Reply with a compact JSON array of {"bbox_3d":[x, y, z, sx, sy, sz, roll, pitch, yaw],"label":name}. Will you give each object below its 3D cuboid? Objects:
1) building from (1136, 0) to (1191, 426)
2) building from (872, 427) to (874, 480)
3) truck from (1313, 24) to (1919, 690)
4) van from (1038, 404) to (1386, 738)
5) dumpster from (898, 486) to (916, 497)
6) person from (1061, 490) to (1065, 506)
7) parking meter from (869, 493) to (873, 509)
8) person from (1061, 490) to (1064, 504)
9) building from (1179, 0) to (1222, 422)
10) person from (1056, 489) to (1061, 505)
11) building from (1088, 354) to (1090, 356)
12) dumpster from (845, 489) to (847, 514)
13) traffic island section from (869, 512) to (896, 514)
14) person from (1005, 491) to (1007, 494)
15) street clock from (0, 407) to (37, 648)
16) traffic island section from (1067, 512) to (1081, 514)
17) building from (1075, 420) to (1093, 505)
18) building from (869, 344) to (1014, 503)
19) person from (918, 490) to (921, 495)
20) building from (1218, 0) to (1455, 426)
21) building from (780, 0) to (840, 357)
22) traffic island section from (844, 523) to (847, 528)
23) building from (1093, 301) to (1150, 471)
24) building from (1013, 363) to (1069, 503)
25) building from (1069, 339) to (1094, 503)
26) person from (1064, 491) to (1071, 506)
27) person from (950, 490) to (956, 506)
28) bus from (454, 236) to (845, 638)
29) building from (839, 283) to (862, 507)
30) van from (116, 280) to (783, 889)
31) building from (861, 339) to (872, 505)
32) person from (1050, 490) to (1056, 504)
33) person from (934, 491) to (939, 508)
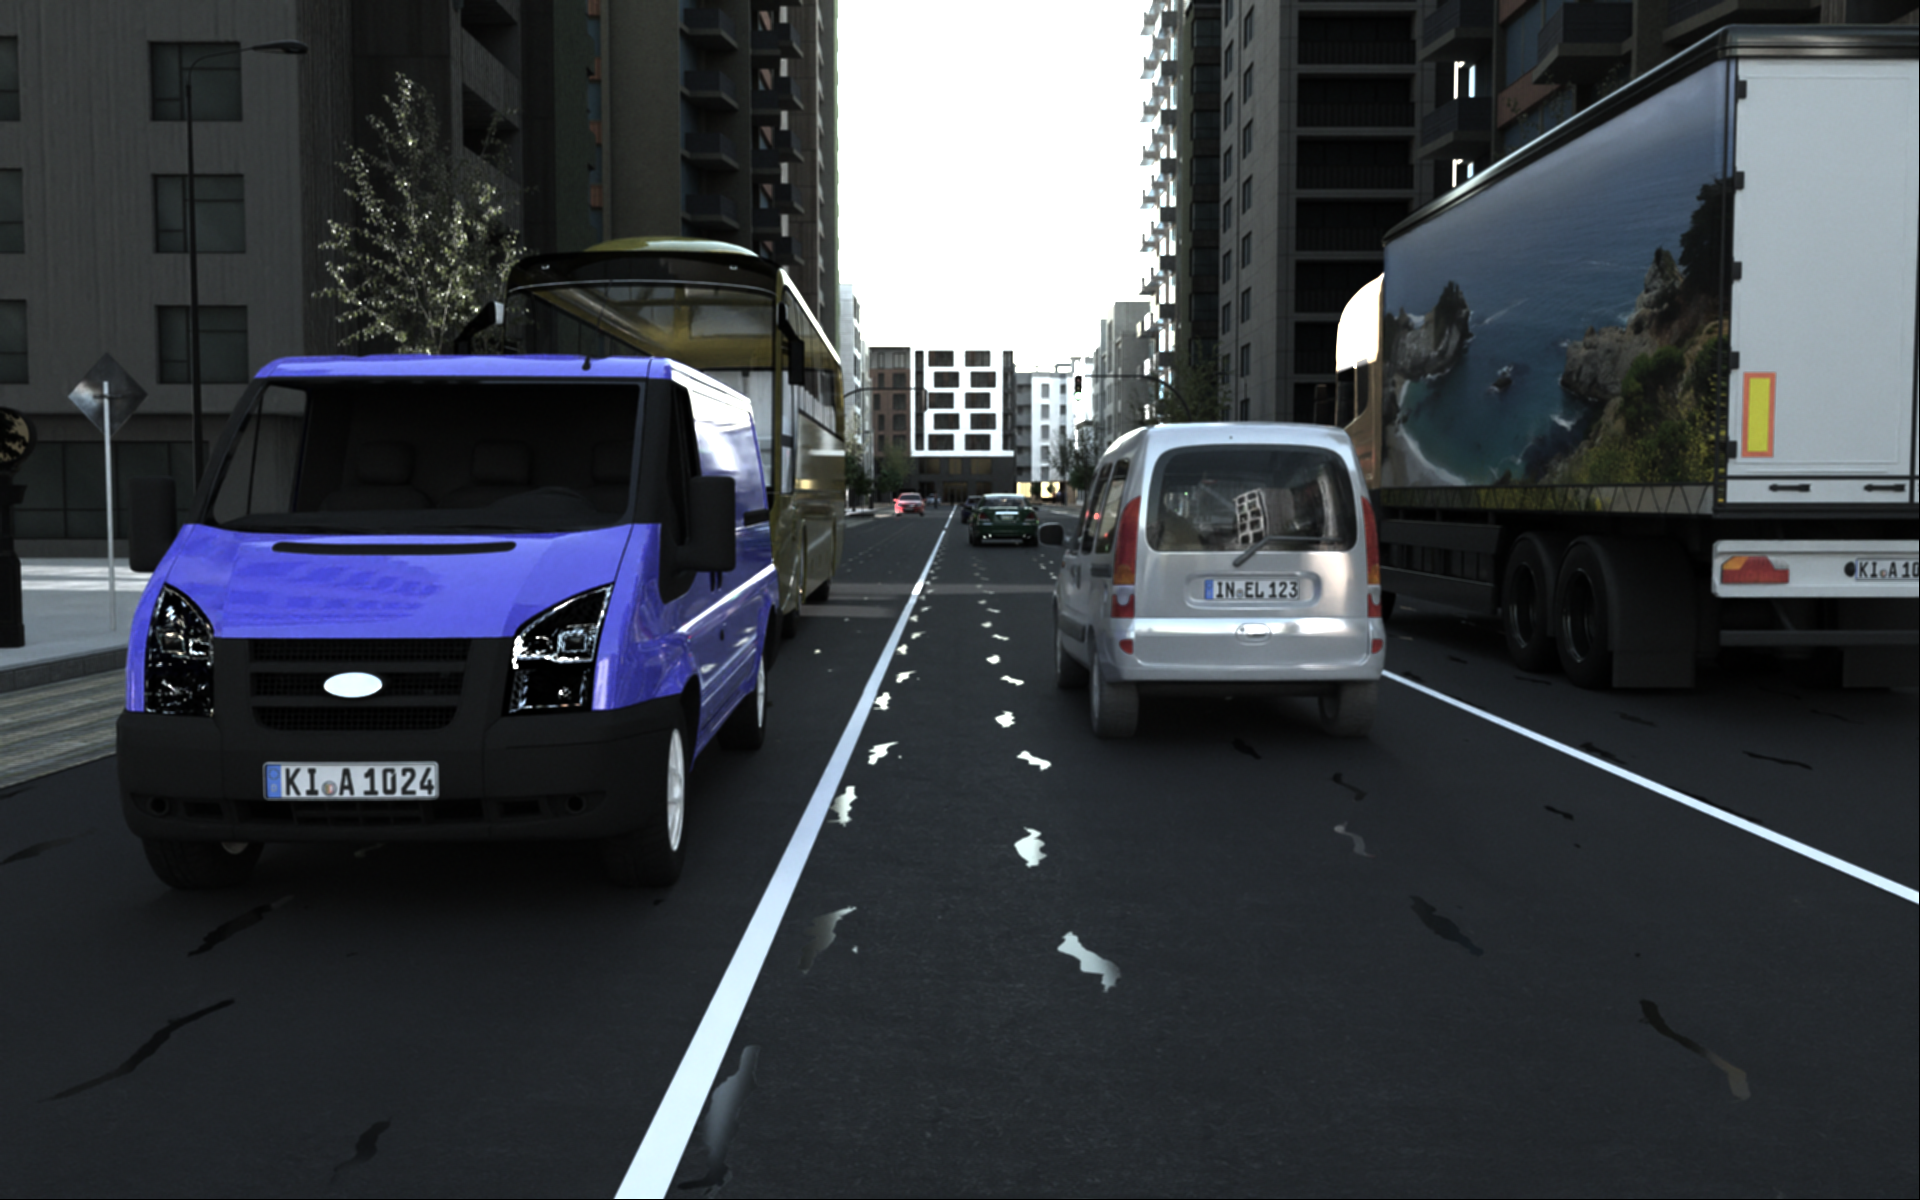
[{"bbox_3d":[25.581,-31.427,133.433,23.786,49.044,30.456,0,3,0],"label":"building"},{"bbox_3d":[-25.029,-16.892,218.330,28.070,9.664,9.099,0,3,0],"label":"building"},{"bbox_3d":[5.663,-1.655,15.979,2.839,4.237,11.283,0,4,-1],"label":"truck"},{"bbox_3d":[1.568,-0.279,11.568,2.013,2.044,4.112,0,4,-2],"label":"van"},{"bbox_3d":[-5.691,-11.174,187.638,1.985,2.255,1.502,0,4,-1],"label":"dumpster"},{"bbox_3d":[11.042,-10.854,184.417,0.541,1.710,0.530,1,4,16],"label":"person"},{"bbox_3d":[-7.422,-8.334,144.664,0.372,1.533,0.369,0,3,0],"label":"parking meter"},{"bbox_3d":[12.907,-12.886,216.871,0.705,1.807,1.348,-3,5,-43],"label":"person"},{"bbox_3d":[20.016,-20.311,103.779,14.160,30.474,14.107,0,3,0],"label":"building"},{"bbox_3d":[11.681,-12.208,205.509,0.709,1.838,0.599,-1,4,-10],"label":"person"},{"bbox_3d":[35.116,-24.821,249.799,32.646,21.610,27.936,0,3,0],"label":"building"},{"bbox_3d":[-7.826,-6.348,109.544,1.264,1.857,1.865,0,3,0],"label":"dumpster"},{"bbox_3d":[-5.559,-6.301,125.893,1.991,0.108,1.994,0,3,0],"label":"traffic island section"},{"bbox_3d":[4.752,-10.103,174.391,0.721,1.736,1.217,0,4,-3],"label":"person"},{"bbox_3d":[-7.965,-0.605,14.458,0.471,2.002,0.358,-1,4,-15],"label":"street clock"},{"bbox_3d":[8.875,-6.410,127.676,1.991,0.108,1.994,0,3,0],"label":"traffic island section"},{"bbox_3d":[18.571,-15.597,197.162,9.099,9.664,28.070,0,3,0],"label":"building"},{"bbox_3d":[-8.918,-24.820,249.780,32.646,21.610,27.936,0,3,0],"label":"building"},{"bbox_3d":[-4.108,-10.072,172.807,0.705,1.869,1.348,1,4,10],"label":"person"},{"bbox_3d":[24.340,-39.444,83.165,20.611,71.187,20.563,0,3,0],"label":"building"},{"bbox_3d":[-16.337,-27.145,127.417,14.154,41.232,14.086,0,3,0],"label":"building"},{"bbox_3d":[-5.914,-3.182,74.299,2.009,0.180,2.903,0,3,0],"label":"traffic island section"},{"bbox_3d":[22.454,-18.387,167.092,16.747,18.905,31.486,0,3,0],"label":"building"},{"bbox_3d":[13.091,-23.702,243.952,11.380,20.091,16.016,0,3,0],"label":"building"},{"bbox_3d":[22.412,-22.054,217.001,16.016,20.091,11.380,0,3,0],"label":"building"},{"bbox_3d":[11.783,-11.403,193.207,1.217,1.743,0.721,1,4,15],"label":"person"},{"bbox_3d":[-0.878,-11.924,203.090,0.705,1.869,1.348,-2,4,-26],"label":"person"},{"bbox_3d":[-2.880,-1.766,20.428,2.896,3.916,12.252,0,4,-1],"label":"bus"},{"bbox_3d":[-24.255,-19.683,165.796,27.936,21.610,32.646,0,3,0],"label":"building"},{"bbox_3d":[-1.997,-0.226,8.077,2.240,2.365,5.245,0,4,-1],"label":"van"},{"bbox_3d":[-19.212,-20.271,197.882,16.747,18.905,31.486,0,3,0],"label":"building"},{"bbox_3d":[11.834,-13.002,218.565,0.705,1.831,1.348,3,4,38],"label":"person"},{"bbox_3d":[-2.340,-9.989,172.535,0.721,1.736,1.217,1,4,18],"label":"person"}]
